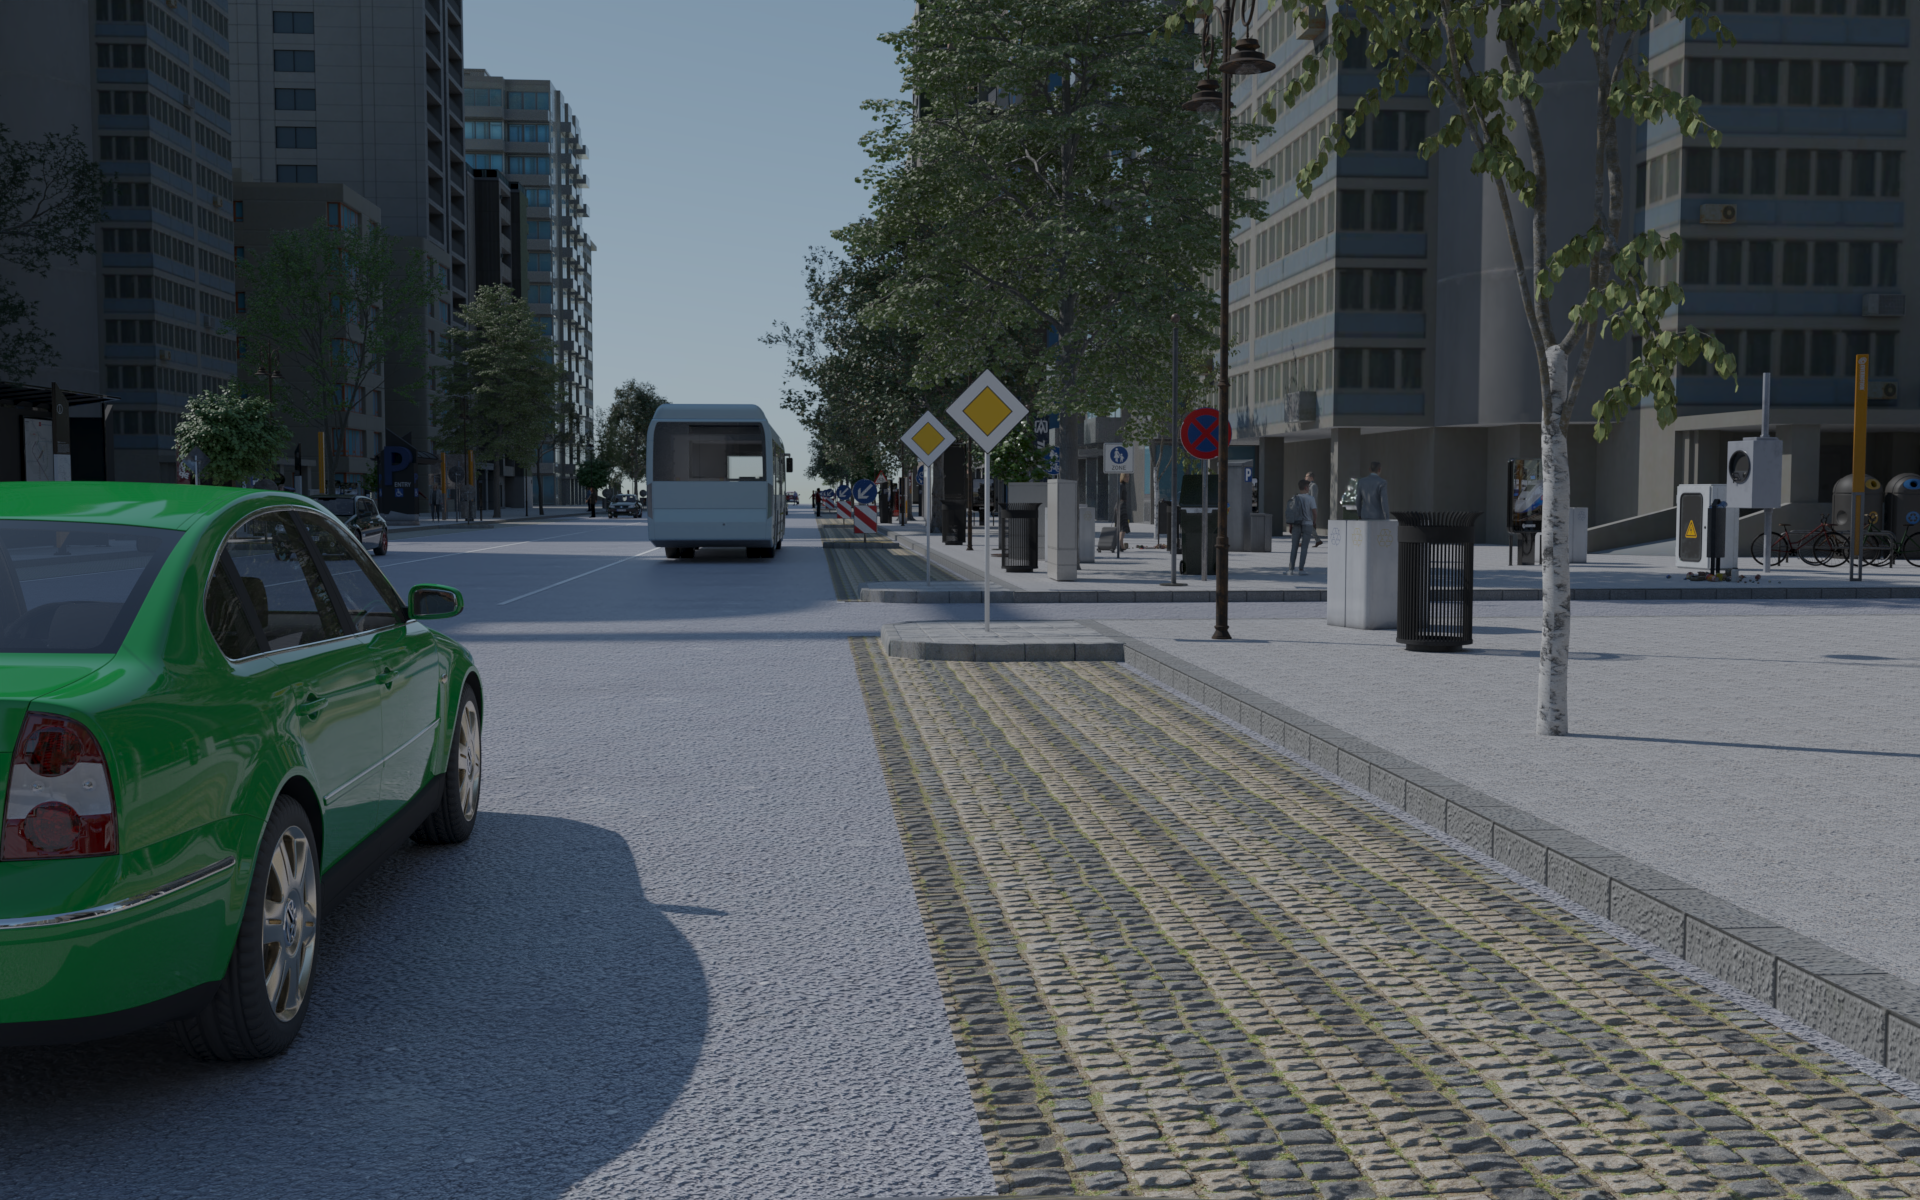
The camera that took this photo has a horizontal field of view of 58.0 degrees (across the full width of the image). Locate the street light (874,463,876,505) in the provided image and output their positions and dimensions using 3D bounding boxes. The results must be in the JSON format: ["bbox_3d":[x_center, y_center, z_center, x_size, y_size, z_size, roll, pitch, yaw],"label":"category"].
[{"bbox_3d":[-4.833,-7.692,98.547,0.468,5.910,1.993,0,4,-5],"label":"street light"}]

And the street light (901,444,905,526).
[{"bbox_3d":[-2.290,-5.895,69.164,0.468,5.910,1.993,0,4,-5],"label":"street light"}]

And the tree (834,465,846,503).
[{"bbox_3d":[-17.467,-17.985,244.421,4.737,8.622,4.395,0,3,0],"label":"tree"}]

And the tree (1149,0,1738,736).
[{"bbox_3d":[2.946,-3.580,8.900,4.737,8.622,4.395,0,3,0],"label":"tree"}]

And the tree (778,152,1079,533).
[{"bbox_3d":[-0.722,-8.540,56.638,9.611,12.733,9.660,0,3,0],"label":"tree"}]

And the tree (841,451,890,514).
[{"bbox_3d":[-6.028,-7.806,111.337,4.285,4.588,4.351,0,3,0],"label":"tree"}]

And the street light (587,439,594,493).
[{"bbox_3d":[-27.605,-9.598,129.707,0.468,5.910,1.993,0,4,-5],"label":"street light"}]

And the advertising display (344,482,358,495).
[{"bbox_3d":[-33.889,-5.558,96.091,0.974,1.923,0.123,-1,4,-12],"label":"advertising display"}]

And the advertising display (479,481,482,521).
[{"bbox_3d":[-23.115,-4.791,83.551,0.123,1.923,0.974,-1,4,-16],"label":"advertising display"}]

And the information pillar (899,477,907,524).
[{"bbox_3d":[-2.456,-4.296,74.738,0.304,2.012,0.304,1,4,13],"label":"information pillar"}]

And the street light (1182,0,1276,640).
[{"bbox_3d":[2.318,-2.592,15.167,0.468,5.910,1.993,0,4,-5],"label":"street light"}]

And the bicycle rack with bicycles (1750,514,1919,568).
[{"bbox_3d":[15.844,-1.073,30.927,2.925,0.926,2.852,2,4,31],"label":"bicycle rack with bicycles"}]

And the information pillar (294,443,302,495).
[{"bbox_3d":[-30.262,-5.375,79.234,0.504,3.616,0.183,3,5,43],"label":"information pillar"}]

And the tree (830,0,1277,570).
[{"bbox_3d":[1.686,-6.807,29.419,7.486,12.596,7.792,0,3,0],"label":"tree"}]

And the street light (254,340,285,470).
[{"bbox_3d":[-20.684,-4.847,52.038,0.468,5.910,1.993,0,4,-5],"label":"street light"}]

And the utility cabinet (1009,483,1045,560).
[{"bbox_3d":[1.536,-1.523,33.579,1.173,1.500,0.318,2,4,28],"label":"utility cabinet"}]

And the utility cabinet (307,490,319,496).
[{"bbox_3d":[-31.026,-4.613,84.096,1.173,1.500,0.318,-3,5,-43],"label":"utility cabinet"}]

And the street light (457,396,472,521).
[{"bbox_3d":[-23.339,-6.662,81.712,0.468,5.910,1.993,0,4,-5],"label":"street light"}]

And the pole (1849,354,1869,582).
[{"bbox_3d":[13.185,-1.930,25.401,0.158,3.312,0.155,0,3,0],"label":"pole"}]

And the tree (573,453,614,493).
[{"bbox_3d":[-29.116,-9.425,137.804,4.285,4.588,4.351,0,3,0],"label":"tree"}]

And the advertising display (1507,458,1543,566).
[{"bbox_3d":[10.200,-1.587,31.156,0.974,1.923,0.123,-2,4,-34],"label":"advertising display"}]

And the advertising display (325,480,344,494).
[{"bbox_3d":[-28.993,-4.565,79.855,0.123,1.923,0.974,3,4,36],"label":"advertising display"}]

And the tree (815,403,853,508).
[{"bbox_3d":[-9.609,-14.045,155.384,9.928,11.665,9.643,0,3,0],"label":"tree"}]

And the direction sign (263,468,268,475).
[{"bbox_3d":[-27.426,-4.656,68.127,0.876,3.537,0.379,0,4,1],"label":"direction sign"}]

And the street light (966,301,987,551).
[{"bbox_3d":[0.224,-4.061,39.187,0.468,5.910,1.993,0,4,-5],"label":"street light"}]

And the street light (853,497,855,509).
[{"bbox_3d":[-8.882,-10.515,144.705,0.468,5.910,1.993,0,4,-5],"label":"street light"}]

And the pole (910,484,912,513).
[{"bbox_3d":[-2.840,-6.399,98.474,0.158,3.312,0.155,0,3,0],"label":"pole"}]

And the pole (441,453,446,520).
[{"bbox_3d":[-25.417,-5.590,85.240,0.158,3.312,0.155,0,3,0],"label":"pole"}]

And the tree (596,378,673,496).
[{"bbox_3d":[-31.616,-15.426,169.230,9.611,12.733,9.660,0,3,0],"label":"tree"}]

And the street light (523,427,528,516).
[{"bbox_3d":[-24.968,-7.759,99.653,0.468,5.910,1.993,0,4,-5],"label":"street light"}]

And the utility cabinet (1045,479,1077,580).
[{"bbox_3d":[1.535,-1.051,25.866,0.318,1.500,1.173,0,4,-4],"label":"utility cabinet"}]

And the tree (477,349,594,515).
[{"bbox_3d":[-26.122,-10.518,106.378,7.601,10.594,8.767,-1,4,-15],"label":"tree"}]

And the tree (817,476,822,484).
[{"bbox_3d":[-16.937,-20.415,251.916,7.486,12.596,7.792,0,3,0],"label":"tree"}]

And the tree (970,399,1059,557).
[{"bbox_3d":[1.271,-2.494,35.375,1.663,3.219,1.824,0,3,0],"label":"tree"}]

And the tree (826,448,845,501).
[{"bbox_3d":[-14.904,-17.232,216.152,8.767,10.594,7.601,3,5,39],"label":"tree"}]

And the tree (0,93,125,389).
[{"bbox_3d":[-19.551,-5.862,30.250,7.601,10.594,8.767,2,4,25],"label":"tree"}]

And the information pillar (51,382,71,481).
[{"bbox_3d":[-18.856,-2.753,36.367,0.183,3.616,0.504,0,4,3],"label":"information pillar"}]

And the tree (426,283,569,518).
[{"bbox_3d":[-24.684,-10.732,93.601,7.486,12.596,7.792,0,3,0],"label":"tree"}]

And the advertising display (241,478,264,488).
[{"bbox_3d":[-23.748,-3.243,58.242,0.974,1.923,0.123,2,4,24],"label":"advertising display"}]

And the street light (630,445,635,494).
[{"bbox_3d":[-30.067,-11.393,159.068,0.468,5.910,1.993,0,4,-5],"label":"street light"}]

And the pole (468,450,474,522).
[{"bbox_3d":[-22.723,-5.299,80.486,0.158,3.312,0.155,0,3,0],"label":"pole"}]

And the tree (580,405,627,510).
[{"bbox_3d":[-29.264,-11.777,142.918,4.737,8.622,4.395,0,3,0],"label":"tree"}]

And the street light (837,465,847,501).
[{"bbox_3d":[-13.481,-13.740,197.443,0.468,5.910,1.993,0,4,-5],"label":"street light"}]

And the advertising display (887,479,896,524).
[{"bbox_3d":[-3.013,-4.250,74.704,0.123,1.923,0.974,-1,4,-10],"label":"advertising display"}]

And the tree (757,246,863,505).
[{"bbox_3d":[-9.036,-16.985,133.585,12.611,20.169,13.585,0,3,0],"label":"tree"}]

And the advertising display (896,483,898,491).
[{"bbox_3d":[-4.050,-5.751,99.236,0.974,1.923,0.123,0,4,7],"label":"advertising display"}]

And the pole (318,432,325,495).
[{"bbox_3d":[-20.961,-3.857,56.912,0.158,3.312,0.155,0,3,0],"label":"pole"}]

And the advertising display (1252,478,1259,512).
[{"bbox_3d":[11.178,-3.818,67.634,0.974,1.923,0.123,2,4,27],"label":"advertising display"}]

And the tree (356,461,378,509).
[{"bbox_3d":[-30.075,-5.797,89.380,1.663,3.219,1.824,0,3,0],"label":"tree"}]
